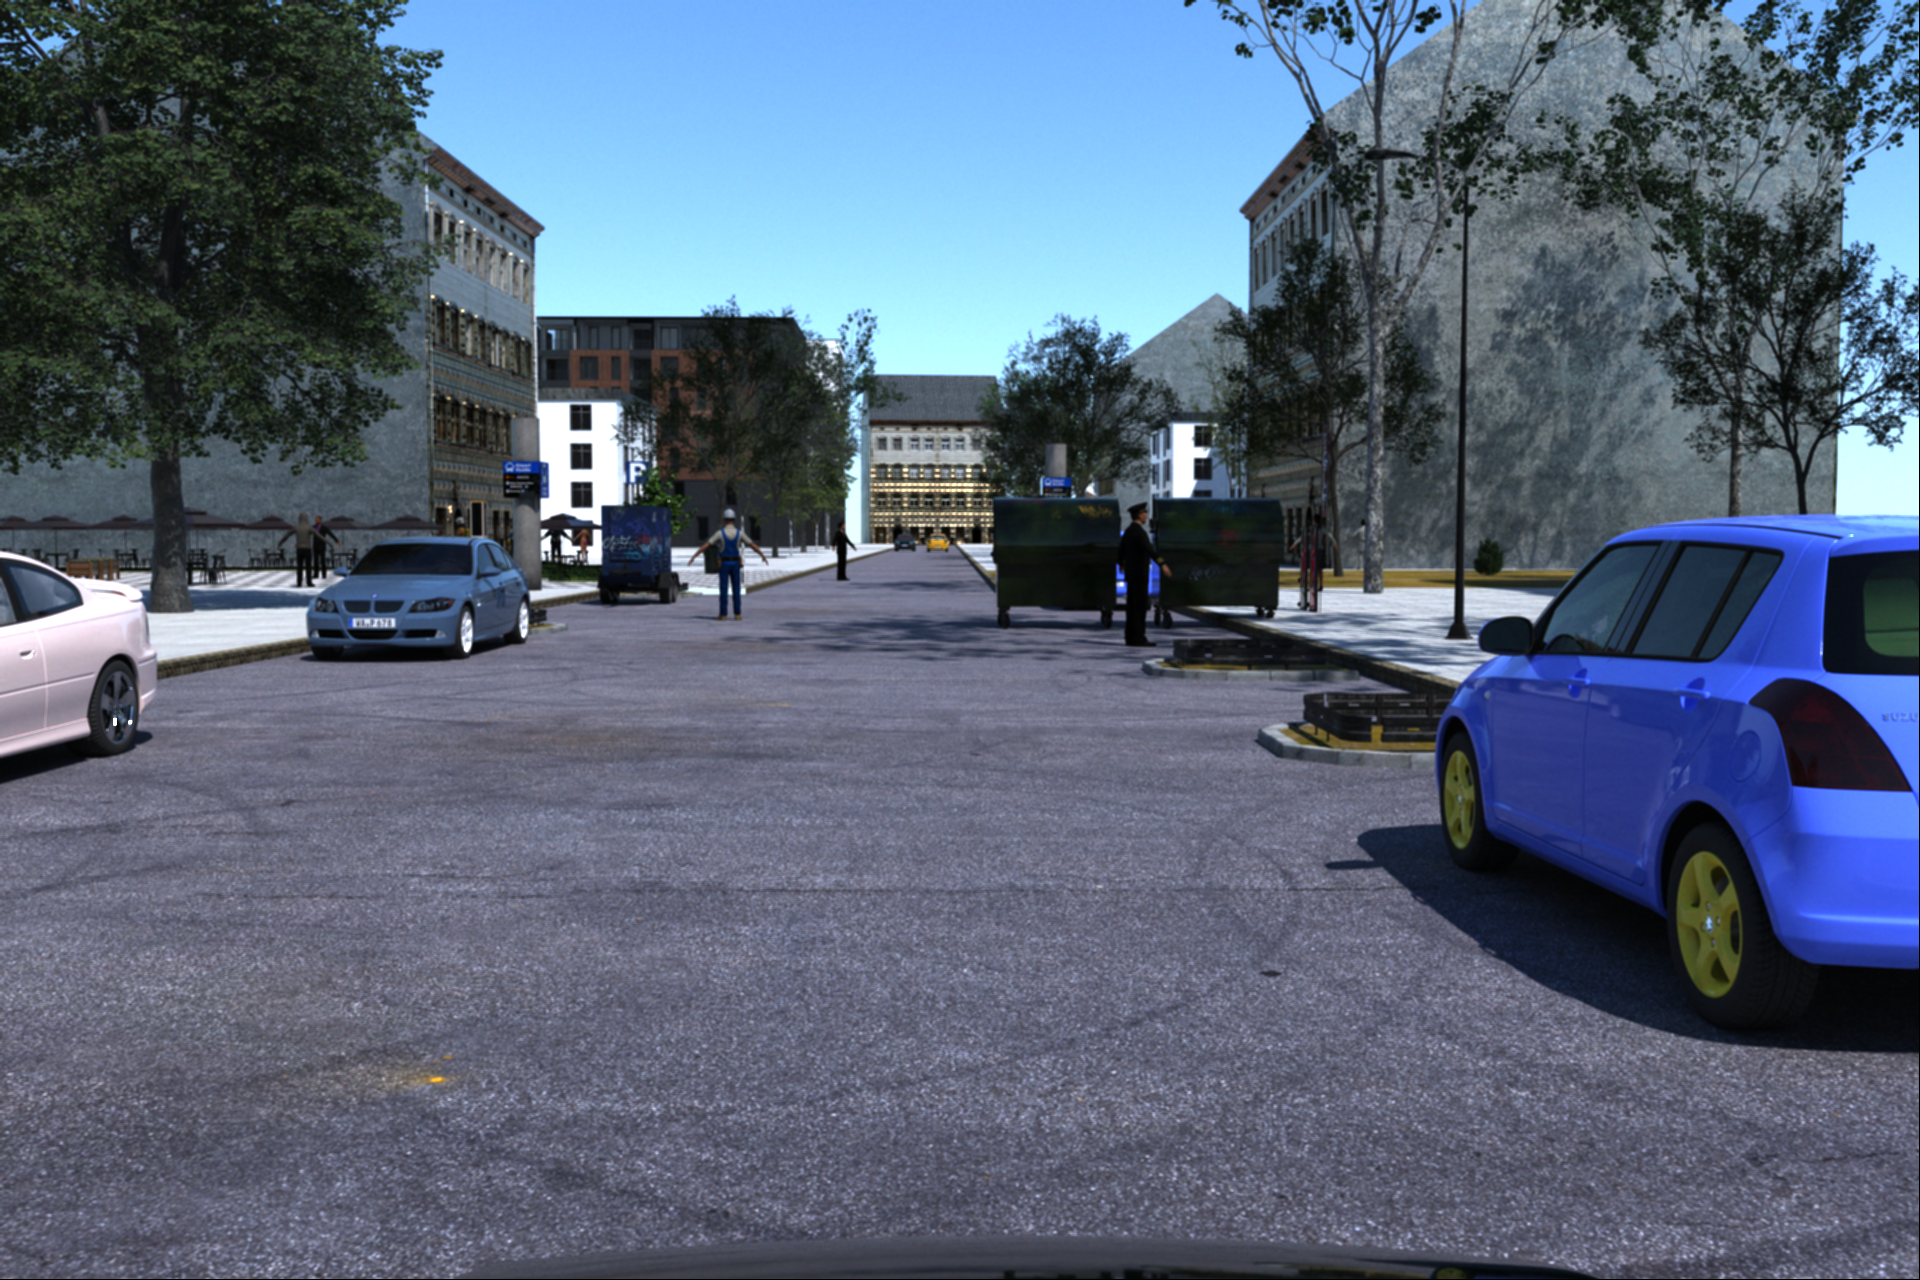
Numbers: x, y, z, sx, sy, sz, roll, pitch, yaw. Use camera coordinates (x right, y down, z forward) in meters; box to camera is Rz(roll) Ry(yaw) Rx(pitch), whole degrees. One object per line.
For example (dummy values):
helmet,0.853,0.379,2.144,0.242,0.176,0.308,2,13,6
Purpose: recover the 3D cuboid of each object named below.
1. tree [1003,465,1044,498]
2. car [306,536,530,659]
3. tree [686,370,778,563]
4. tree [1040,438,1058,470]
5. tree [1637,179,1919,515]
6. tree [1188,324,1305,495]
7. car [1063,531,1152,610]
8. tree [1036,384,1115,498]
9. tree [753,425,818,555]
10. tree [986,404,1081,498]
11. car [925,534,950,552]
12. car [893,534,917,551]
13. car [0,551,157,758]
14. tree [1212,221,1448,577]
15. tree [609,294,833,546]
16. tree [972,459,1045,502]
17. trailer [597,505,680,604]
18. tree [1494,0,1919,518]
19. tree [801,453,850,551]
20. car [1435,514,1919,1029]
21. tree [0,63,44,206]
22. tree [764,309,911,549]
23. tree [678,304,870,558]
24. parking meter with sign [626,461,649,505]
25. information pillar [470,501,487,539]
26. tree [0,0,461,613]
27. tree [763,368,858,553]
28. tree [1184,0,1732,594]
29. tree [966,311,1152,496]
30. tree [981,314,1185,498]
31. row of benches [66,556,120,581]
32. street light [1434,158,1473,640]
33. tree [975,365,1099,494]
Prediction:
tree,5.122,-11.425,137.162,4.737,8.622,4.395,0,3,0
car,-6.542,-0.573,21.370,2.014,1.417,4.499,0,4,-1
tree,-9.532,-7.741,76.925,4.360,8.622,3.978,0,3,0
tree,13.906,-23.130,234.063,12.611,20.169,13.585,0,3,0
tree,22.006,-6.752,44.812,8.767,10.594,7.601,1,4,22
tree,9.672,-6.757,60.840,4.360,8.622,3.978,0,3,0
car,2.750,-1.479,33.768,1.945,1.707,3.694,0,4,0
tree,5.237,-8.049,81.960,4.360,8.622,3.978,0,3,0
tree,-10.046,-9.444,104.769,4.360,8.622,3.978,0,3,0
tree,5.411,-11.242,118.213,7.601,10.594,8.767,-2,4,-23
car,-1.790,-7.894,139.283,2.015,1.641,3.980,0,4,0
car,-4.592,-8.276,145.094,2.009,1.686,4.222,0,4,0
car,-6.343,0.153,9.861,2.083,1.381,4.827,0,4,-1
tree,11.117,-7.199,52.109,7.601,10.594,8.767,1,4,20
tree,-9.491,-8.172,68.033,8.767,10.594,7.601,-1,4,-20
tree,5.206,-12.843,144.390,8.767,10.594,7.601,0,4,-2
trailer,-6.645,-1.719,35.148,1.471,1.999,3.904,0,4,0
tree,23.567,-12.224,55.746,12.611,20.169,13.585,0,3,0
tree,-10.415,-10.872,128.115,4.737,8.622,4.395,0,3,0
car,2.980,0.200,6.321,1.945,1.707,3.694,0,4,-1
tree,-12.191,-4.962,15.534,7.601,10.594,8.767,-2,4,-32
tree,-9.617,-17.629,144.118,12.611,20.169,13.585,0,3,0
tree,-9.910,-11.158,92.797,12.009,13.543,11.850,0,3,0
parking meter with sign,-7.727,-2.821,42.384,0.543,3.016,1.738,0,4,-1
information pillar,-10.657,-2.073,38.384,0.304,2.012,0.304,0,3,0
tree,-13.020,-7.416,27.912,9.857,13.997,8.962,0,3,0
tree,-10.403,-12.233,118.138,7.486,12.596,7.792,0,3,0
tree,10.141,-11.014,35.974,12.611,20.169,13.585,0,3,0
tree,5.463,-11.277,94.750,12.009,13.543,11.850,0,3,0
tree,5.084,-8.559,74.351,8.767,10.594,7.601,-1,4,-15
row of benches,-23.654,-1.950,47.350,1.422,0.672,4.104,-1,4,-16
street light,6.648,-2.965,21.023,1.470,5.913,1.316,0,4,0
tree,4.918,-11.033,106.151,9.928,11.665,9.643,0,3,0
